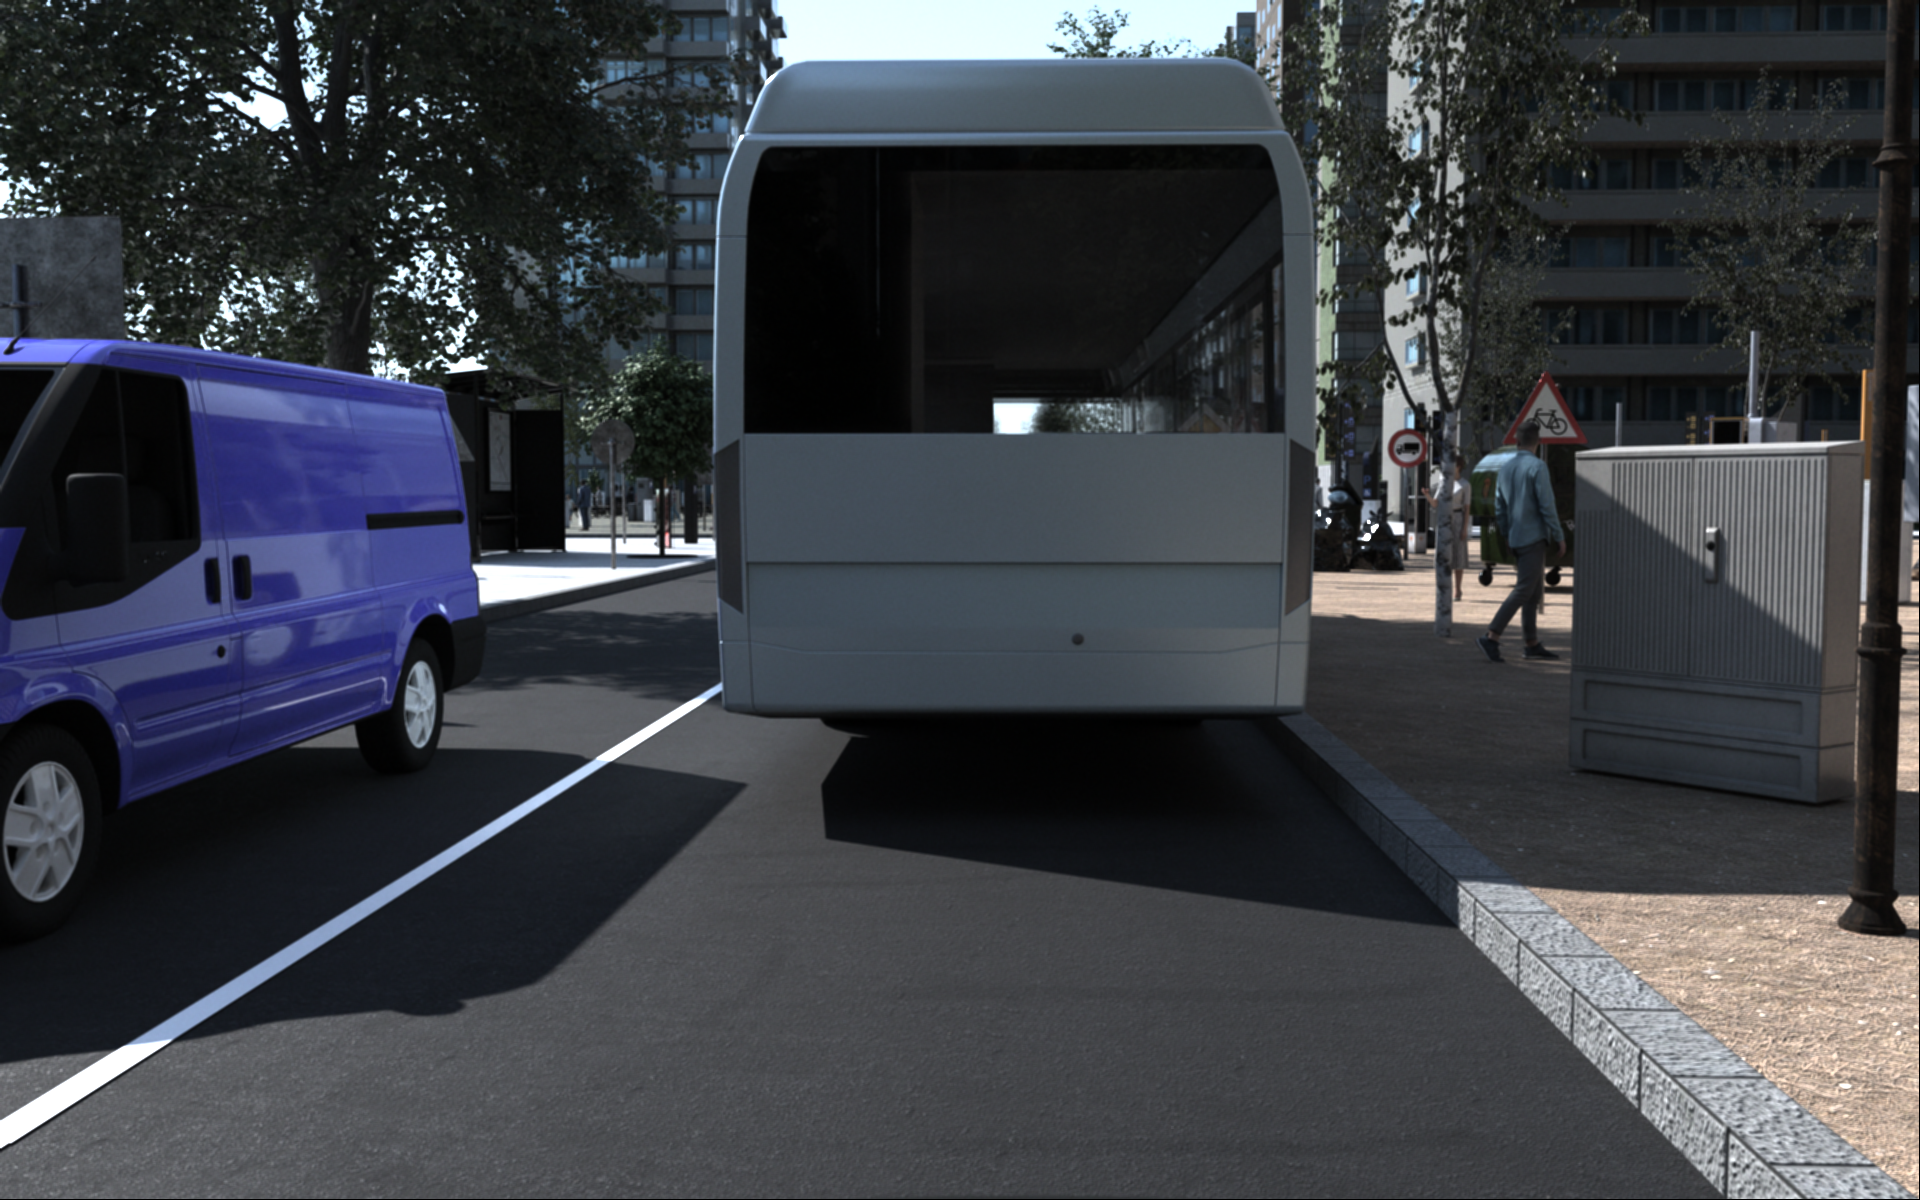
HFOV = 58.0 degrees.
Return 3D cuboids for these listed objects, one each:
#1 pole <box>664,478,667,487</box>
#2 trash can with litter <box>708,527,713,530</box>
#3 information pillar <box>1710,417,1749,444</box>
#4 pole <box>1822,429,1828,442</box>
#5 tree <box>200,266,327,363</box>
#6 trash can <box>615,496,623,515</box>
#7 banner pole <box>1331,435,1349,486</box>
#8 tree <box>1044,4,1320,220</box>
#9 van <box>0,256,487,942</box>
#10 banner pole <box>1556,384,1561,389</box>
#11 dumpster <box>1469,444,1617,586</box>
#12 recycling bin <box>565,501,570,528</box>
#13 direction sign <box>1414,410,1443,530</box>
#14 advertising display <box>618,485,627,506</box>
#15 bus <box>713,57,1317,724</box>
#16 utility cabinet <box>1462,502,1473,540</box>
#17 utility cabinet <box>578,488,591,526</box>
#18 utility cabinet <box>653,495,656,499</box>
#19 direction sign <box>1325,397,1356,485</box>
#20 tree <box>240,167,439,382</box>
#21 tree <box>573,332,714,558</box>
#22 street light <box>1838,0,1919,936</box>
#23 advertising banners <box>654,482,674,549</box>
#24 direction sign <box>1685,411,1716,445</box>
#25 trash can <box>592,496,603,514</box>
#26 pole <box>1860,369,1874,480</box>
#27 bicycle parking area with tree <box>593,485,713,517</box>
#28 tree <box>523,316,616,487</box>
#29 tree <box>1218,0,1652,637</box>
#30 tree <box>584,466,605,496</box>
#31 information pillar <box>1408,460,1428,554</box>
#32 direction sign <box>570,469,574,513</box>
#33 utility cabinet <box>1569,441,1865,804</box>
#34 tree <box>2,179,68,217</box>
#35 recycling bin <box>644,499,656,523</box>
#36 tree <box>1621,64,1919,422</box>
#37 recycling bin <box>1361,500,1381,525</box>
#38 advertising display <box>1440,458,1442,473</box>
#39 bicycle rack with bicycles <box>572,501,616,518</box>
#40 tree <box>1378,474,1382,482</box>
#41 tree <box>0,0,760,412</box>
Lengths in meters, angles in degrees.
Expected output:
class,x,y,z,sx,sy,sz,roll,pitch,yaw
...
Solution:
class,x,y,z,sx,sy,sz,roll,pitch,yaw
pole,-11.222,-4.390,65.625,0.158,3.312,0.155,0,3,0
trash can with litter,-8.425,-3.133,62.285,1.678,1.210,2.233,0,4,7
information pillar,7.430,-0.751,16.777,0.304,2.012,0.304,2,4,33
pole,27.274,-3.722,54.700,0.158,3.312,0.155,0,3,0
tree,-16.462,-5.646,42.667,4.737,8.622,4.395,0,3,0
trash can,-20.802,-5.731,105.356,0.748,1.137,0.748,0,3,0
banner pole,14.000,-4.532,64.107,0.863,3.779,0.401,2,4,26
tree,4.163,-6.841,37.612,9.928,11.665,9.643,0,3,0
van,-3.783,-0.182,7.353,2.240,2.365,5.245,0,4,3
banner pole,13.612,-3.031,39.578,0.401,3.779,0.863,1,4,14
dumpster,7.812,-1.274,23.325,1.502,2.255,1.985,0,4,2
recycling bin,-15.240,-3.243,65.573,0.722,1.027,0.722,-2,4,-33
direction sign,12.725,-3.365,47.023,0.876,3.537,0.379,-1,4,-11
advertising display,-25.091,-7.541,128.514,0.123,1.923,0.974,2,4,27
bus,0.405,-1.168,13.964,2.948,3.499,13.247,0,4,2
utility cabinet,13.950,-2.400,47.927,0.318,1.500,1.173,1,4,23
utility cabinet,-14.744,-3.634,68.098,0.318,1.500,1.173,-1,4,-22
utility cabinet,-18.766,-5.763,105.381,0.306,1.237,1.020,1,4,17
direction sign,8.876,-2.965,40.480,0.379,3.537,0.876,-3,4,-38
tree,-12.610,-5.240,36.036,4.360,8.622,3.978,0,3,0
tree,-5.978,-3.143,35.100,4.285,4.588,4.351,0,3,0
street light,2.692,-1.966,4.935,0.468,5.910,1.993,0,4,2
advertising banners,-6.912,-2.732,40.862,0.090,3.025,2.074,-2,4,-25
direction sign,20.366,-3.409,47.730,0.379,3.537,0.876,-2,4,-35
trash can,-23.686,-6.209,113.176,0.748,1.137,0.748,0,3,0
pole,14.870,-2.115,28.432,0.158,3.312,0.155,0,3,0
bicycle parking area with tree,-16.940,-6.825,98.588,9.016,4.147,8.231,2,4,24
tree,-16.273,-7.424,71.751,4.737,8.622,4.395,0,3,0
tree,4.362,-3.989,15.579,4.360,8.622,3.978,0,3,0
tree,-24.742,-7.473,116.785,1.663,3.219,1.824,0,3,0
information pillar,9.767,-1.987,36.987,0.304,2.012,0.304,-2,4,-24
direction sign,-27.047,-7.857,120.453,0.379,3.537,0.876,-1,4,-16
utility cabinet,3.265,0.068,7.570,0.318,1.500,1.173,-2,4,-35
tree,-22.131,-5.536,40.870,4.737,8.622,4.395,0,3,0
recycling bin,-13.769,-4.008,78.085,0.722,1.027,0.722,-3,5,-43
tree,14.460,-4.911,30.657,4.360,8.622,3.978,0,3,0
recycling bin,16.931,-3.608,71.541,0.722,1.027,0.722,2,4,33
advertising display,8.006,-1.423,28.475,0.123,1.923,0.974,1,4,8
bicycle rack with bicycles,-19.642,-4.849,92.671,2.925,0.926,2.852,1,4,22
tree,22.894,-5.959,92.028,1.663,3.219,1.824,0,3,0
tree,-7.272,-6.930,19.967,9.857,13.997,8.962,0,3,0
